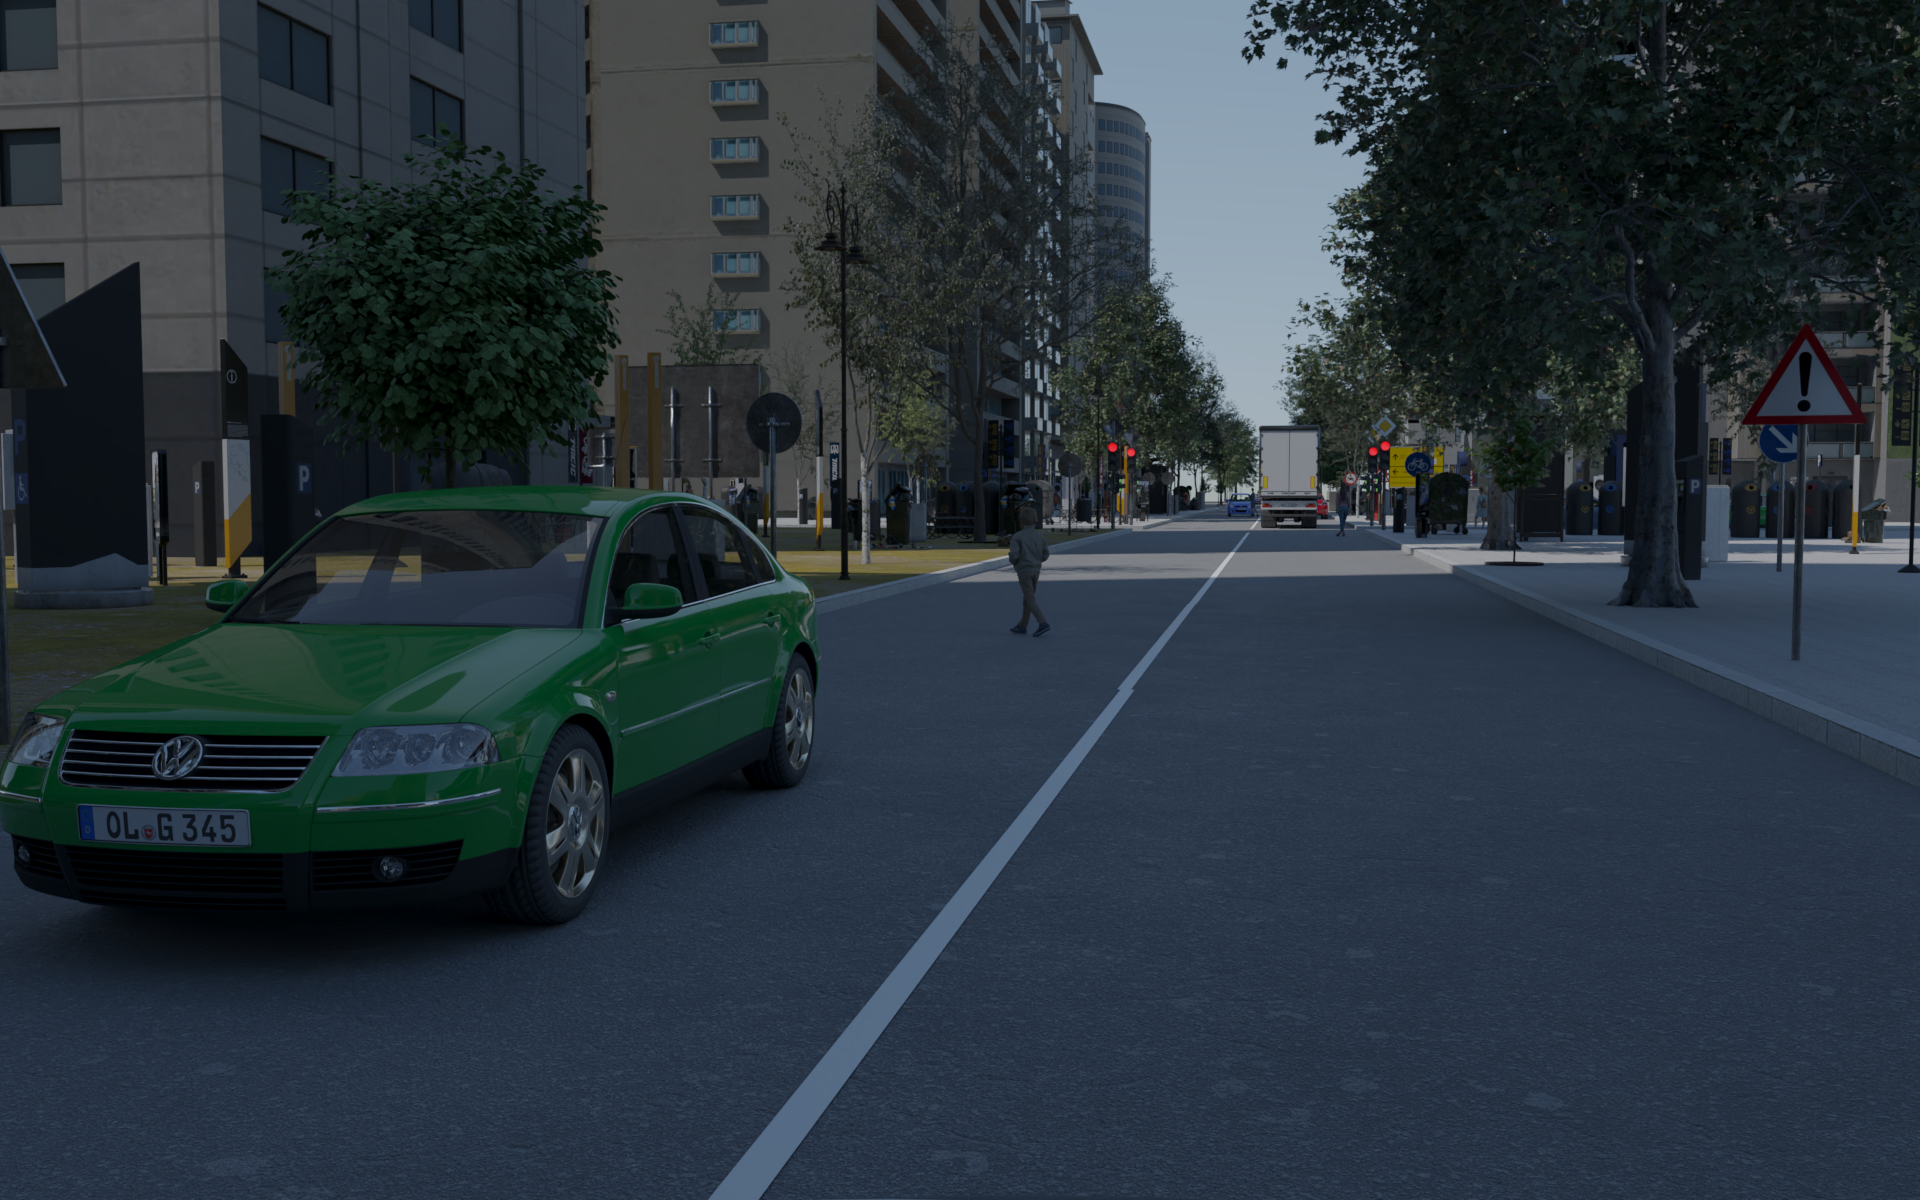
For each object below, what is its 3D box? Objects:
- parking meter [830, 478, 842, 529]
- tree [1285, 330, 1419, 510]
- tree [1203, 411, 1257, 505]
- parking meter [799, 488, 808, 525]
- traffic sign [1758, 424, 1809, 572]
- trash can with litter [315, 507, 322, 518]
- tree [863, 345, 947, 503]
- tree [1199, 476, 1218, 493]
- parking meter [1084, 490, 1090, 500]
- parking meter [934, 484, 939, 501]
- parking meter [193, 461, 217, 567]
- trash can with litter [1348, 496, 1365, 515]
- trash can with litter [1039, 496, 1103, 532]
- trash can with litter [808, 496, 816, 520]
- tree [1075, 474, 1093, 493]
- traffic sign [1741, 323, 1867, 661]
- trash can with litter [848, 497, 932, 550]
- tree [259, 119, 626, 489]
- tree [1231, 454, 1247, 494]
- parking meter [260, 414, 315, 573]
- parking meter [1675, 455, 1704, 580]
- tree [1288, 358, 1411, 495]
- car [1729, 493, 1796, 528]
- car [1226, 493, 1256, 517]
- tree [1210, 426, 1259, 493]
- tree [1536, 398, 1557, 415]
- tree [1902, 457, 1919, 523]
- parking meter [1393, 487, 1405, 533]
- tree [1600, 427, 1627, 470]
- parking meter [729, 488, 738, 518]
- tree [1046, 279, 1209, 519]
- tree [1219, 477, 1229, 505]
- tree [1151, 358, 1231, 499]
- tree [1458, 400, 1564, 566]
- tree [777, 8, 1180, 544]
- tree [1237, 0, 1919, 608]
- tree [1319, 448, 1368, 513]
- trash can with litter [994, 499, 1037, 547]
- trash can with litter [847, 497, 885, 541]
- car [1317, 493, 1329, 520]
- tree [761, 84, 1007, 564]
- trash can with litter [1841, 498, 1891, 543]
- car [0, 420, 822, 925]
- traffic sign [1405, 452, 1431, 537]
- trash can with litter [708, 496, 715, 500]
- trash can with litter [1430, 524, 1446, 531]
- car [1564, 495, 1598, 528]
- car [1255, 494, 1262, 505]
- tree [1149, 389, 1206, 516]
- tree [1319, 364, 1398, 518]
[{"bbox_3d":[-4.536,-3.535,63.508,0.399,1.863,0.255,1,4,17],"label":"parking meter"},{"bbox_3d":[28.883,-13.503,127.435,9.857,13.997,8.962,0,3,0],"label":"tree"},{"bbox_3d":[31.675,-17.320,208.942,9.928,11.665,9.643,0,3,0],"label":"tree"},{"bbox_3d":[-6.604,-3.954,73.059,0.372,1.533,0.369,0,3,0],"label":"parking meter"},{"bbox_3d":[13.540,-1.740,28.552,0.768,2.556,0.104,1,4,11],"label":"traffic sign"},{"bbox_3d":[-13.839,-1.504,35.977,0.624,1.170,1.055,1,4,23],"label":"trash can with litter"},{"bbox_3d":[-2.502,-8.230,84.924,4.737,8.622,4.395,0,3,0],"label":"tree"},{"bbox_3d":[23.759,-10.680,169.219,1.663,3.219,1.824,0,3,0],"label":"tree"},{"bbox_3d":[8.016,-6.159,109.104,0.372,1.533,0.369,0,3,0],"label":"parking meter"},{"bbox_3d":[-1.252,-5.574,96.843,0.399,1.863,0.255,1,4,13],"label":"parking meter"},{"bbox_3d":[-13.399,-1.530,30.726,0.399,1.863,0.255,3,5,43],"label":"parking meter"},{"bbox_3d":[23.866,-5.688,104.384,1.055,1.170,0.624,-1,4,-8],"label":"trash can with litter"},{"bbox_3d":[3.822,-2.925,58.880,2.233,1.210,1.678,0,4,4],"label":"trash can with litter"},{"bbox_3d":[-7.343,-4.463,84.353,0.624,1.170,1.055,3,5,41],"label":"trash can with litter"},{"bbox_3d":[9.729,-8.654,136.102,1.663,3.219,1.824,0,3,0],"label":"tree"},{"bbox_3d":[6.451,-0.813,13.294,0.884,2.594,0.081,1,4,14],"label":"traffic sign"},{"bbox_3d":[-1.734,-1.823,40.869,2.233,1.210,1.678,-1,4,-9],"label":"trash can with litter"},{"bbox_3d":[-4.477,-1.939,15.413,4.285,4.588,4.351,0,3,0],"label":"tree"},{"bbox_3d":[44.470,-20.247,281.405,4.360,8.622,3.978,0,3,0],"label":"tree"},{"bbox_3d":[-4.997,-0.441,12.917,0.255,1.863,0.399,0,4,5],"label":"parking meter"},{"bbox_3d":[10.867,-1.234,25.885,0.399,1.863,0.255,-1,4,-22],"label":"parking meter"},{"bbox_3d":[25.045,-10.851,111.831,8.767,10.594,7.601,1,4,10],"label":"tree"},{"bbox_3d":[28.723,-3.329,63.232,4.718,1.807,1.959,1,4,8],"label":"car"},{"bbox_3d":[17.955,-6.183,110.678,1.945,1.707,3.694,1,4,9],"label":"car"},{"bbox_3d":[46.228,-23.483,290.593,9.857,13.997,8.962,0,3,0],"label":"tree"},{"bbox_3d":[23.176,-7.391,71.205,4.360,8.622,3.978,0,3,0],"label":"tree"},{"bbox_3d":[42.662,-4.987,76.135,1.663,3.219,1.824,0,3,0],"label":"tree"},{"bbox_3d":[14.587,-3.006,57.564,0.372,1.533,0.369,0,3,0],"label":"parking meter"},{"bbox_3d":[28.528,-5.411,72.191,4.285,4.588,4.351,0,3,0],"label":"tree"},{"bbox_3d":[-9.649,-3.996,73.744,0.372,1.533,0.369,0,3,0],"label":"parking meter"},{"bbox_3d":[9.270,-10.649,91.116,9.611,12.733,9.660,0,3,0],"label":"tree"},{"bbox_3d":[29.470,-12.331,196.208,1.663,3.219,1.824,0,3,0],"label":"tree"},{"bbox_3d":[14.679,-11.259,118.501,7.601,10.594,8.767,1,4,17],"label":"tree"},{"bbox_3d":[10.046,-2.230,31.054,1.663,3.219,1.824,0,3,0],"label":"tree"},{"bbox_3d":[0.370,-8.222,44.798,12.009,13.543,11.850,0,3,0],"label":"tree"},{"bbox_3d":[8.027,-6.282,19.724,9.611,12.733,9.660,0,3,0],"label":"tree"},{"bbox_3d":[26.261,-8.274,118.998,4.285,4.588,4.351,0,3,0],"label":"tree"},{"bbox_3d":[1.342,-1.883,42.180,1.055,1.170,0.624,2,4,26],"label":"trash can with litter"},{"bbox_3d":[-2.597,-2.227,47.798,0.624,1.170,1.055,3,5,40],"label":"trash can with litter"},{"bbox_3d":[20.026,-5.497,98.910,2.155,1.783,4.494,1,4,9],"label":"car"},{"bbox_3d":[-1.584,-4.956,31.396,4.360,8.622,3.978,0,3,0],"label":"tree"},{"bbox_3d":[23.629,-2.066,45.173,1.055,1.170,0.624,0,4,0],"label":"trash can with litter"},{"bbox_3d":[-1.888,0.093,7.277,1.959,1.807,4.718,1,4,10],"label":"car"},{"bbox_3d":[13.775,-3.184,52.169,0.768,2.556,0.104,1,4,14],"label":"traffic sign"},{"bbox_3d":[-11.857,-4.268,80.841,1.678,1.210,2.233,1,4,20],"label":"trash can with litter"},{"bbox_3d":[16.985,-3.022,60.803,1.055,1.170,0.624,-2,4,-32],"label":"trash can with litter"},{"bbox_3d":[23.495,-3.244,65.045,4.499,1.417,2.014,1,4,10],"label":"car"},{"bbox_3d":[34.365,-11.678,199.974,2.155,1.783,4.494,1,4,10],"label":"car"},{"bbox_3d":[12.593,-9.368,103.523,4.360,8.622,3.978,0,3,0],"label":"tree"},{"bbox_3d":[21.244,-8.680,92.286,4.360,8.622,3.978,0,3,0],"label":"tree"}]
